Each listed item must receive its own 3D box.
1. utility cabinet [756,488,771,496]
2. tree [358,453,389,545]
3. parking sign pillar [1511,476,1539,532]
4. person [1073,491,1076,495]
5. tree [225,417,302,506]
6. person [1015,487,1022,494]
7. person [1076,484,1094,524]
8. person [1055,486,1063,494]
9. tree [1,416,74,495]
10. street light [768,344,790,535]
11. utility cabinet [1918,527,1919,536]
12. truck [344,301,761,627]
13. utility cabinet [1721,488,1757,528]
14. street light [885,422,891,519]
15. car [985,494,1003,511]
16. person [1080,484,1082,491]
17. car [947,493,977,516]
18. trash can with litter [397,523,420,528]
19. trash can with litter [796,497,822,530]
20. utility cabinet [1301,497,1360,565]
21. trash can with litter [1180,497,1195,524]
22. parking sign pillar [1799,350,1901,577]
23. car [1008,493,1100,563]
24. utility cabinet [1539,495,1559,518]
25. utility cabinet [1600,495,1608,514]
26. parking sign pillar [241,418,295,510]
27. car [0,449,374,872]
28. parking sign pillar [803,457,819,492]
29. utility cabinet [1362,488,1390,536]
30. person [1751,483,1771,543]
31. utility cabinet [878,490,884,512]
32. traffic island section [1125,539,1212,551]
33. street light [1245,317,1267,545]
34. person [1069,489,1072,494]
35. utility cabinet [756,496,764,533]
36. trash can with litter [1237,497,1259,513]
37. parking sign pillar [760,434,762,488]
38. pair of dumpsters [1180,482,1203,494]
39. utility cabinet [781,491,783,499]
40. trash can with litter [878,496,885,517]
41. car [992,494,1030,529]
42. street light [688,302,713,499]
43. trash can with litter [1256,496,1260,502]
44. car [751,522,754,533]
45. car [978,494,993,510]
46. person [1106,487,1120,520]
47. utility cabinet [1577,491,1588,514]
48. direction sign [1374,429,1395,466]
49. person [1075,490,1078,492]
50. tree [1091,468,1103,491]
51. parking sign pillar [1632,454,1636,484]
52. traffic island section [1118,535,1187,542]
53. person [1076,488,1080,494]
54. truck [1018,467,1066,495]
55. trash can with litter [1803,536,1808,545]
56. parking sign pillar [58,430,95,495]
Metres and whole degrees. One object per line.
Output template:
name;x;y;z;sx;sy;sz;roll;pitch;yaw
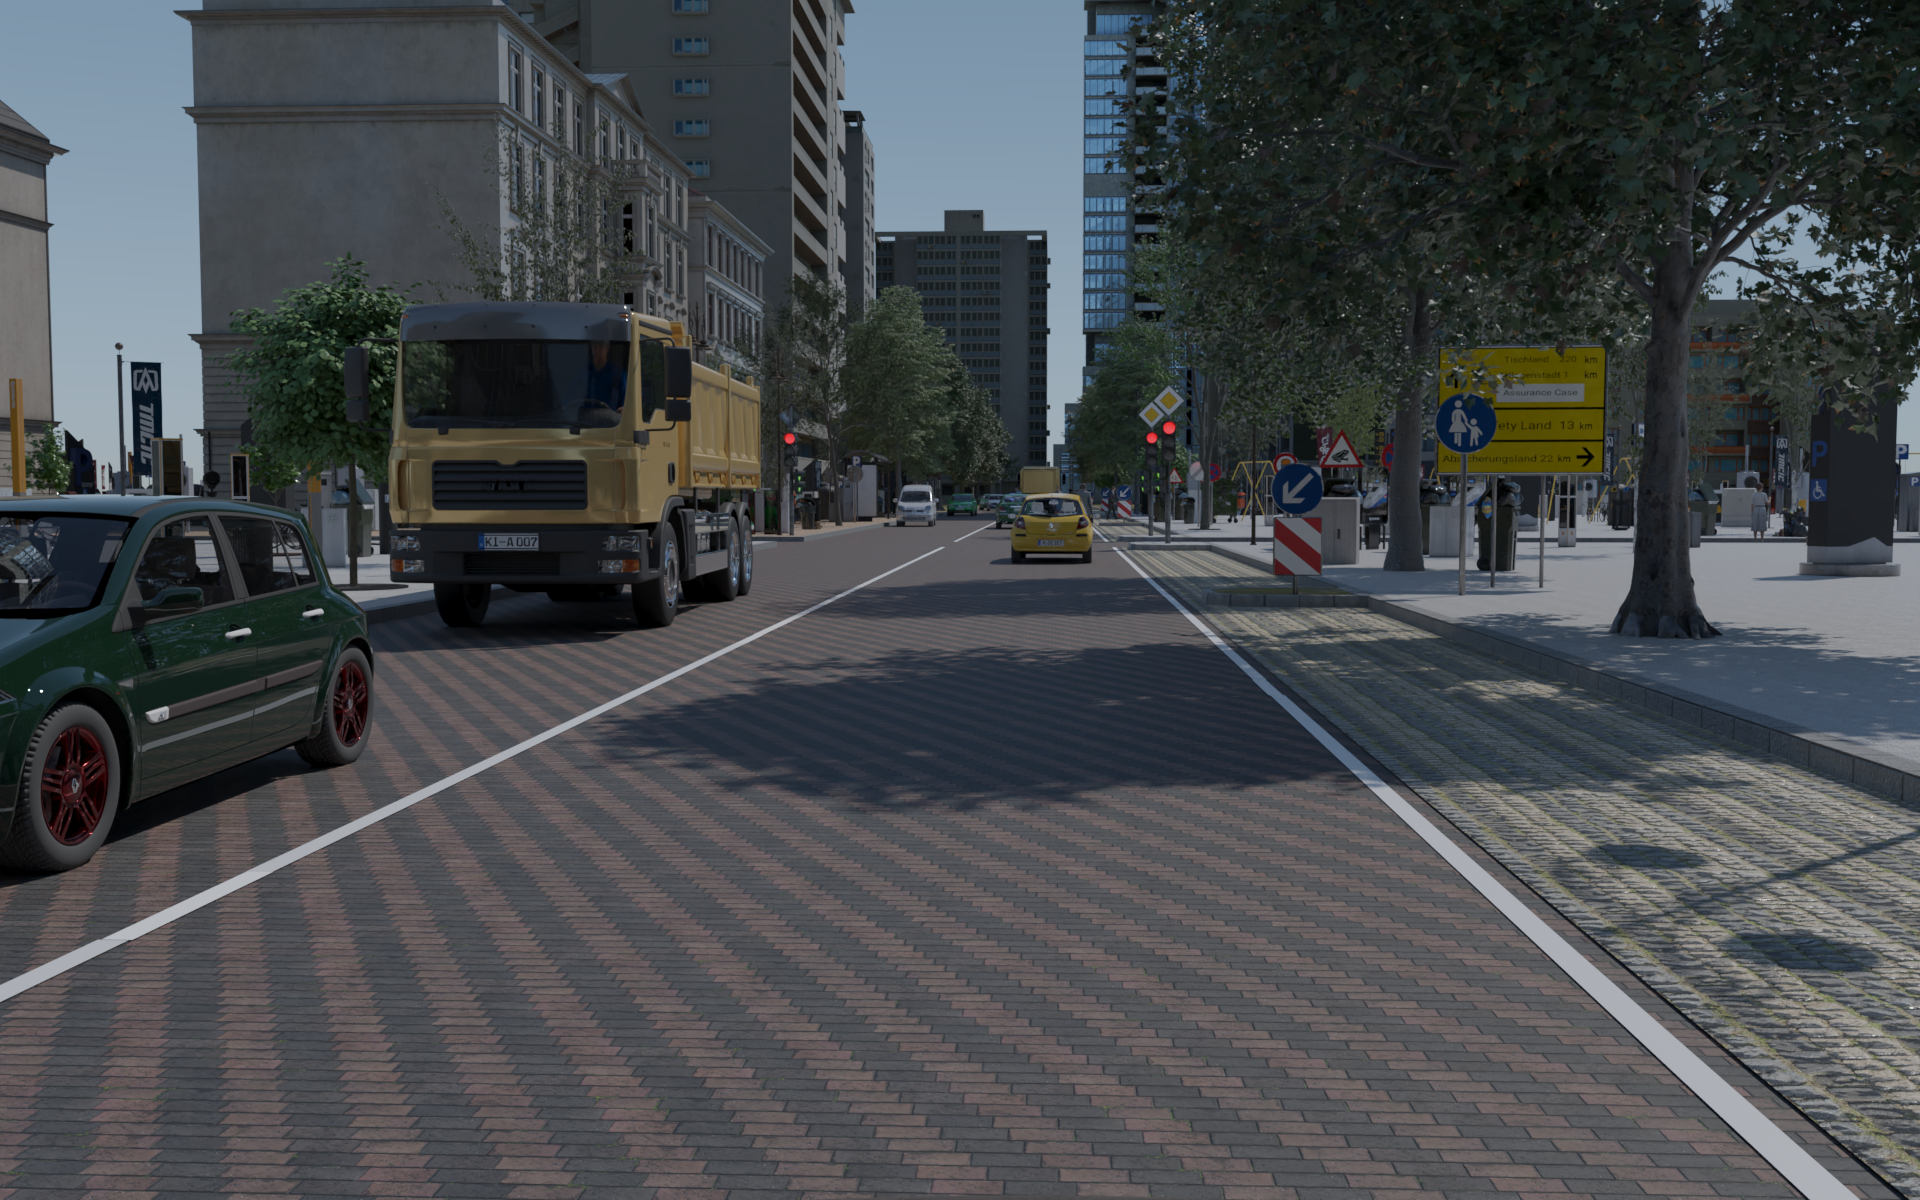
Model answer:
utility cabinet;-11.684;-5.881;104.840;1.173;1.500;0.318;0;4;1
tree;-14.322;-3.000;43.654;1.663;3.219;1.824;0;3;0
parking sign pillar;19.177;-4.343;59.484;1.447;3.967;1.447;0;4;-1
person;12.324;-10.949;187.971;0.568;1.767;0.683;-1;4;-13
tree;-14.299;-2.521;35.820;1.663;3.219;1.824;0;3;0
person;3.340;-5.559;99.259;0.638;1.841;0.748;-2;4;-23
person;4.536;-3.328;63.011;0.694;1.812;0.767;1;4;11
person;4.794;-4.626;84.164;0.581;1.822;0.654;0;4;6
tree;-22.419;-2.946;42.774;1.663;3.219;1.824;0;3;0
street light;-5.606;-4.947;53.664;0.468;5.910;1.993;0;4;3
utility cabinet;29.333;-2.661;52.189;0.318;1.500;1.173;0;4;5
truck;-4.315;-1.526;20.872;3.469;3.379;9.791;0;4;1
utility cabinet;29.495;-3.481;65.585;1.173;1.500;0.318;3;5;41
street light;-3.674;-7.089;88.699;0.468;5.910;1.993;0;4;3
car;3.124;-8.156;145.349;2.014;1.417;4.499;0;4;2
person;4.806;-3.751;69.682;0.795;1.843;0.661;1;4;16
car;0.149;-6.389;113.262;1.959;1.807;4.718;0;4;4
trash can with litter;-20.685;-3.283;65.064;1.055;1.170;0.624;-1;4;-11
trash can with litter;-5.449;-3.144;62.798;0.624;1.170;1.055;2;4;24
utility cabinet;6.804;-1.264;31.830;1.020;1.237;0.306;2;4;27
trash can with litter;9.829;-3.869;74.644;0.624;1.170;1.055;1;4;9
parking sign pillar;14.130;-2.381;27.401;1.447;3.967;1.447;-1;4;-16
car;2.009;-1.655;37.286;2.015;1.641;3.980;0;4;4
utility cabinet;31.677;-5.013;93.130;1.020;1.237;0.306;-1;4;-11
utility cabinet;42.618;-6.296;114.104;1.020;1.237;0.306;-2;4;-32
parking sign pillar;-18.319;-3.509;45.843;1.447;3.967;1.447;1;4;13
car;-4.140;0.119;7.848;2.009;1.686;4.222;0;4;3
parking sign pillar;-10.908;-8.491;127.303;1.447;3.967;1.447;2;4;31
utility cabinet;12.884;-2.701;52.838;1.173;1.500;0.318;-1;4;-19
person;22.573;-2.432;48.827;0.480;1.755;0.524;2;4;35
utility cabinet;-4.682;-5.531;99.103;0.318;1.500;1.173;-2;4;-26
traffic island section;5.413;-1.386;44.950;2.009;0.180;2.903;0;4;3
street light;7.373;-4.315;43.345;0.468;5.910;1.993;0;4;3
person;9.287;-8.437;146.076;0.705;1.869;1.348;2;4;32
utility cabinet;-6.746;-2.857;57.872;1.020;1.237;0.306;0;4;-3
trash can with litter;19.678;-6.464;116.737;1.678;1.210;2.233;-3;5;-43
parking sign pillar;-9.320;-5.457;77.694;1.447;3.967;1.447;1;4;16
pair of dumpsters;13.379;-5.897;98.915;1.574;2.255;4.437;0;4;3
utility cabinet;-12.244;-6.535;115.518;1.173;1.500;0.318;3;4;37
trash can with litter;-4.452;-5.235;96.972;0.624;1.170;1.055;-2;4;-23
car;2.399;-3.707;72.400;2.131;1.459;4.920;0;4;1
street light;-6.309;-4.217;41.736;0.468;5.910;1.993;0;4;3
trash can with litter;18.407;-5.997;109.432;1.055;1.170;0.624;1;4;16
car;-8.307;-2.514;49.902;4.718;1.807;1.959;0;4;3
car;2.706;-8.698;154.009;2.131;1.459;4.920;0;4;4
person;8.523;-5.395;96.492;0.755;1.850;0.659;1;4;14
utility cabinet;38.572;-6.051;107.614;0.318;1.500;1.173;-1;4;-11
direction sign;14.782;-4.157;59.971;0.876;3.537;0.379;2;4;24
person;10.093;-8.655;150.014;0.705;1.822;1.348;1;4;14
tree;14.298;-10.709;158.812;4.285;4.588;4.351;0;3;0
parking sign pillar;43.322;-7.494;110.993;1.447;3.967;1.447;2;4;25
traffic island section;5.851;-1.874;52.923;2.009;0.180;2.903;0;4;3
person;7.751;-6.348;111.659;0.648;1.900;0.474;-3;5;-40
truck;5.629;-7.642;120.867;3.469;3.379;9.791;0;4;4
trash can with litter;21.437;-1.938;43.070;0.624;1.170;1.055;-1;4;-17
parking sign pillar;-37.266;-5.193;73.373;1.447;3.967;1.447;1;4;10
